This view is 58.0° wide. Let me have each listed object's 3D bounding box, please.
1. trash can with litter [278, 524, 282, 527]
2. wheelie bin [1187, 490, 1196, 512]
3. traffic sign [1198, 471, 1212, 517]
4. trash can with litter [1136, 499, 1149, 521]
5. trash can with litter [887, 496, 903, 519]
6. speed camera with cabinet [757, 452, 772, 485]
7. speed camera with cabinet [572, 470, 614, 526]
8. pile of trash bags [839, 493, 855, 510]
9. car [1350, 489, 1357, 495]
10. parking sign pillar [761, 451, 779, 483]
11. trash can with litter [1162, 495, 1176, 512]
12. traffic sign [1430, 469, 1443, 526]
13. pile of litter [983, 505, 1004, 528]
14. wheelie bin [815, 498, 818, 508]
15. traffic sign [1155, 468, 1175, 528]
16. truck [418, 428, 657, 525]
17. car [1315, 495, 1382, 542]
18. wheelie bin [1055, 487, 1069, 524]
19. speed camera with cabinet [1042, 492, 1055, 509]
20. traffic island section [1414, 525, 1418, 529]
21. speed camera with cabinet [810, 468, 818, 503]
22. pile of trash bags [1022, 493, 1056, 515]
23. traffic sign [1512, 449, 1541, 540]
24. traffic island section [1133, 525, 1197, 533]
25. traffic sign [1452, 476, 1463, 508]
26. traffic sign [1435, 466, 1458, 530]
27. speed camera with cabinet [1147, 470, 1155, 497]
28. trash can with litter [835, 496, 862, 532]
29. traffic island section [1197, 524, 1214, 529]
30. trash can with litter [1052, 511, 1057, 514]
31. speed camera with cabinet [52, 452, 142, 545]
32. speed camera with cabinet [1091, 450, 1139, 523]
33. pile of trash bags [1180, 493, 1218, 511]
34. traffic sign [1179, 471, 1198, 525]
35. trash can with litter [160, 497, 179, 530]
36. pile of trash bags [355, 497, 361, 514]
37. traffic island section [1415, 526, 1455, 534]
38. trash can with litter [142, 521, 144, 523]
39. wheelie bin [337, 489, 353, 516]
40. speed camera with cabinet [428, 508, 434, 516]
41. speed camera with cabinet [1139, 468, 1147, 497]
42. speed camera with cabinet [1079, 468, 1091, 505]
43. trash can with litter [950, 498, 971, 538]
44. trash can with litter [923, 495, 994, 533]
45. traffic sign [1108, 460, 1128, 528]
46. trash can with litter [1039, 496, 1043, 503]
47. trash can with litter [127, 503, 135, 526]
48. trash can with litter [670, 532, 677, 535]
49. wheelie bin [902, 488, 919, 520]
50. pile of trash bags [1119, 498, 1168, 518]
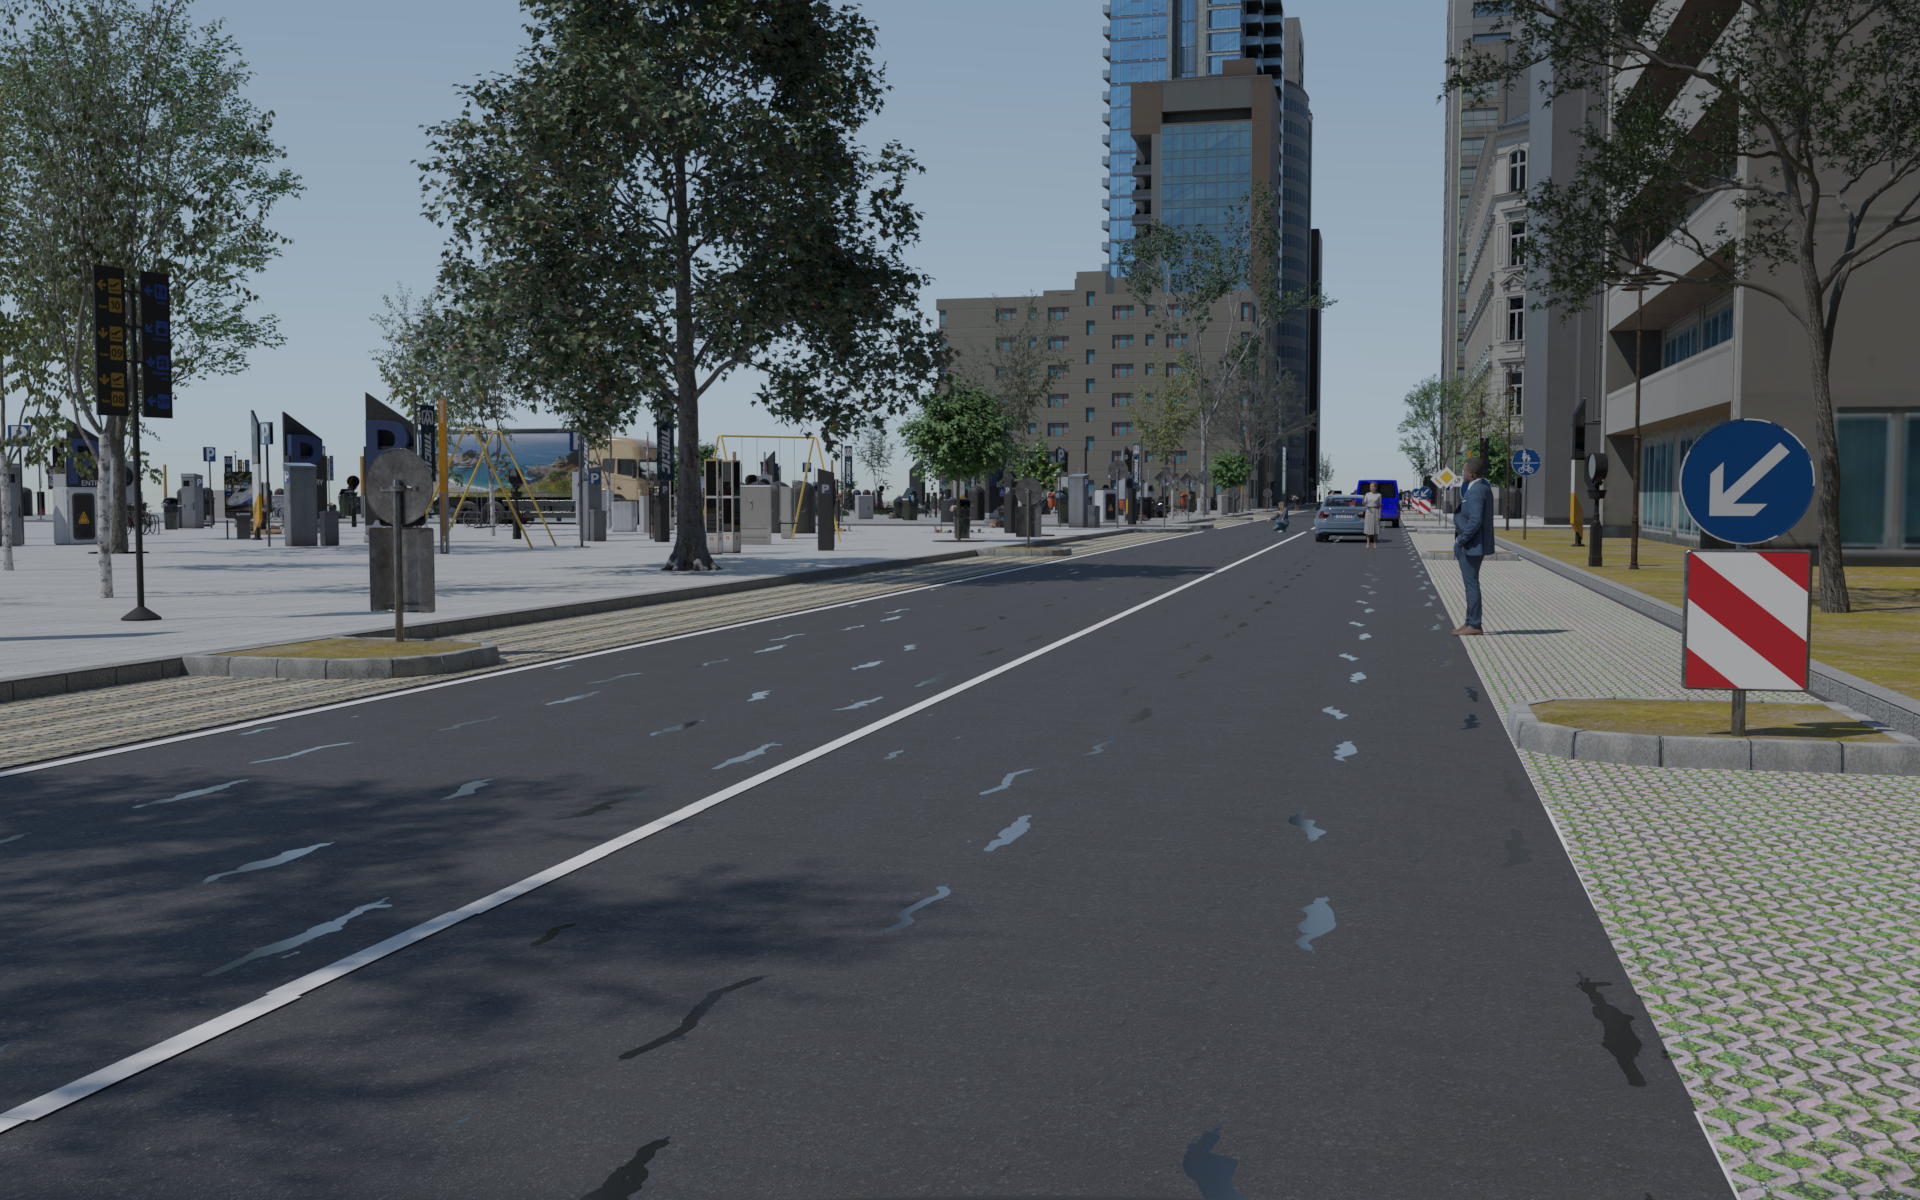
[{"bbox_3d":[-26.310,-3.538,68.905,1.678,1.210,2.233,1,4,10],"label":"trash can with litter"},{"bbox_3d":[16.203,-6.931,121.226,0.693,1.594,0.980,0,4,6],"label":"wheelie bin"},{"bbox_3d":[13.466,-5.829,95.404,0.768,2.556,0.104,1,4,20],"label":"traffic sign"},{"bbox_3d":[8.539,-4.344,82.407,0.624,1.170,1.055,-3,5,-42],"label":"trash can with litter"},{"bbox_3d":[-3.279,-4.813,90.072,0.624,1.170,1.055,2,4,32],"label":"trash can with litter"},{"bbox_3d":[-9.835,-5.305,81.067,2.038,3.252,0.660,0,4,-3],"label":"speed camera with cabinet"},{"bbox_3d":[-14.481,-4.528,68.362,0.660,3.252,2.038,2,4,23],"label":"speed camera with cabinet"},{"bbox_3d":[-8.720,-7.936,139.506,3.447,1.369,1.912,3,5,44],"label":"pile of trash bags"},{"bbox_3d":[28.402,-6.888,121.294,2.281,1.827,5.304,1,4,16],"label":"car"},{"bbox_3d":[-11.999,-7.385,109.218,1.447,3.967,1.447,3,5,44],"label":"parking sign pillar"},{"bbox_3d":[14.605,-7.082,126.843,2.233,1.210,1.678,1,4,18],"label":"trash can with litter"},{"bbox_3d":[19.511,-4.083,70.404,0.795,2.450,0.064,1,4,14],"label":"traffic sign"},{"bbox_3d":[1.633,-3.174,65.867,1.719,0.858,1.176,1,4,18],"label":"pile of litter"},{"bbox_3d":[-11.323,-7.715,134.042,0.980,1.594,0.693,-1,4,-19],"label":"wheelie bin"},{"bbox_3d":[7.699,-3.760,65.115,0.795,2.450,0.064,1,4,14],"label":"traffic sign"},{"bbox_3d":[-17.816,-5.270,75.084,11.283,4.237,2.839,1,4,14],"label":"truck"},{"bbox_3d":[11.808,-2.495,52.801,2.014,1.417,4.499,1,4,16],"label":"car"},{"bbox_3d":[4.527,-4.105,75.024,0.693,1.594,0.980,1,4,22],"label":"wheelie bin"},{"bbox_3d":[7.451,-9.332,146.918,2.038,3.252,0.660,2,4,25],"label":"speed camera with cabinet"},{"bbox_3d":[19.536,-2.948,70.475,2.009,0.180,2.903,1,4,14],"label":"traffic island section"},{"bbox_3d":[-11.451,-8.287,129.822,2.038,3.252,0.660,-2,4,-27],"label":"speed camera with cabinet"},{"bbox_3d":[4.932,-5.944,106.934,1.912,1.369,3.447,-2,4,-30],"label":"pile of trash bags"},{"bbox_3d":[15.855,-2.964,48.560,0.768,2.556,0.104,1,4,18],"label":"traffic sign"},{"bbox_3d":[7.675,-2.624,65.183,2.009,0.180,2.903,1,4,14],"label":"traffic island section"},{"bbox_3d":[28.311,-5.903,98.641,0.606,2.300,0.079,1,4,19],"label":"traffic sign"},{"bbox_3d":[17.591,-3.609,62.652,0.795,2.450,0.064,1,4,14],"label":"traffic sign"},{"bbox_3d":[14.634,-8.871,139.382,2.038,3.252,0.660,-1,4,-18],"label":"speed camera with cabinet"},{"bbox_3d":[-4.301,-2.993,59.990,1.678,1.210,2.233,-1,4,-22],"label":"trash can with litter"},{"bbox_3d":[9.596,-3.098,72.934,2.009,0.180,2.903,1,4,14],"label":"traffic island section"},{"bbox_3d":[6.630,-6.330,114.554,1.678,1.210,2.233,-2,4,-27],"label":"trash can with litter"},{"bbox_3d":[-22.196,-3.063,44.414,0.660,3.252,2.038,2,4,25],"label":"speed camera with cabinet"},{"bbox_3d":[6.988,-5.118,78.008,2.038,3.252,0.660,-3,5,-41],"label":"speed camera with cabinet"},{"bbox_3d":[18.729,-7.636,134.603,3.447,1.369,1.912,-1,4,-14],"label":"pile of trash bags"},{"bbox_3d":[9.620,-4.234,72.867,0.795,2.450,0.064,1,4,14],"label":"traffic sign"},{"bbox_3d":[-28.525,-3.123,62.444,0.624,1.170,1.055,-2,4,-30],"label":"trash can with litter"},{"bbox_3d":[-37.731,-6.183,110.841,1.912,1.369,3.447,3,5,41],"label":"pile of trash bags"},{"bbox_3d":[17.615,-2.474,62.724,2.009,0.180,2.903,1,4,14],"label":"traffic island section"},{"bbox_3d":[-34.409,-3.688,71.358,1.678,1.210,2.233,3,5,43],"label":"trash can with litter"},{"bbox_3d":[-35.696,-5.678,100.748,0.693,1.594,0.980,2,4,32],"label":"wheelie bin"},{"bbox_3d":[-31.827,-6.603,102.292,0.660,3.252,2.038,-3,5,-44],"label":"speed camera with cabinet"},{"bbox_3d":[12.868,-8.335,130.614,2.038,3.252,0.660,2,4,33],"label":"speed camera with cabinet"},{"bbox_3d":[9.496,-8.351,130.869,2.038,3.252,0.660,-2,4,-29],"label":"speed camera with cabinet"},{"bbox_3d":[0.007,-2.369,50.122,0.624,1.170,1.055,0,4,-2],"label":"trash can with litter"},{"bbox_3d":[-0.016,-2.818,57.138,2.233,1.210,1.678,1,4,11],"label":"trash can with litter"},{"bbox_3d":[5.908,-3.963,64.896,0.768,2.556,0.104,1,4,17],"label":"traffic sign"},{"bbox_3d":[6.498,-7.482,133.717,1.055,1.170,0.624,-1,4,-17],"label":"trash can with litter"},{"bbox_3d":[-33.158,-3.492,68.482,1.055,1.170,0.624,-2,4,-28],"label":"trash can with litter"},{"bbox_3d":[-8.808,-2.705,55.285,1.678,1.210,2.233,0,4,1],"label":"trash can with litter"},{"bbox_3d":[-2.416,-4.684,84.483,0.693,1.594,0.980,-3,4,-36],"label":"wheelie bin"},{"bbox_3d":[9.578,-5.078,92.770,1.912,1.369,3.447,3,4,39],"label":"pile of trash bags"}]
